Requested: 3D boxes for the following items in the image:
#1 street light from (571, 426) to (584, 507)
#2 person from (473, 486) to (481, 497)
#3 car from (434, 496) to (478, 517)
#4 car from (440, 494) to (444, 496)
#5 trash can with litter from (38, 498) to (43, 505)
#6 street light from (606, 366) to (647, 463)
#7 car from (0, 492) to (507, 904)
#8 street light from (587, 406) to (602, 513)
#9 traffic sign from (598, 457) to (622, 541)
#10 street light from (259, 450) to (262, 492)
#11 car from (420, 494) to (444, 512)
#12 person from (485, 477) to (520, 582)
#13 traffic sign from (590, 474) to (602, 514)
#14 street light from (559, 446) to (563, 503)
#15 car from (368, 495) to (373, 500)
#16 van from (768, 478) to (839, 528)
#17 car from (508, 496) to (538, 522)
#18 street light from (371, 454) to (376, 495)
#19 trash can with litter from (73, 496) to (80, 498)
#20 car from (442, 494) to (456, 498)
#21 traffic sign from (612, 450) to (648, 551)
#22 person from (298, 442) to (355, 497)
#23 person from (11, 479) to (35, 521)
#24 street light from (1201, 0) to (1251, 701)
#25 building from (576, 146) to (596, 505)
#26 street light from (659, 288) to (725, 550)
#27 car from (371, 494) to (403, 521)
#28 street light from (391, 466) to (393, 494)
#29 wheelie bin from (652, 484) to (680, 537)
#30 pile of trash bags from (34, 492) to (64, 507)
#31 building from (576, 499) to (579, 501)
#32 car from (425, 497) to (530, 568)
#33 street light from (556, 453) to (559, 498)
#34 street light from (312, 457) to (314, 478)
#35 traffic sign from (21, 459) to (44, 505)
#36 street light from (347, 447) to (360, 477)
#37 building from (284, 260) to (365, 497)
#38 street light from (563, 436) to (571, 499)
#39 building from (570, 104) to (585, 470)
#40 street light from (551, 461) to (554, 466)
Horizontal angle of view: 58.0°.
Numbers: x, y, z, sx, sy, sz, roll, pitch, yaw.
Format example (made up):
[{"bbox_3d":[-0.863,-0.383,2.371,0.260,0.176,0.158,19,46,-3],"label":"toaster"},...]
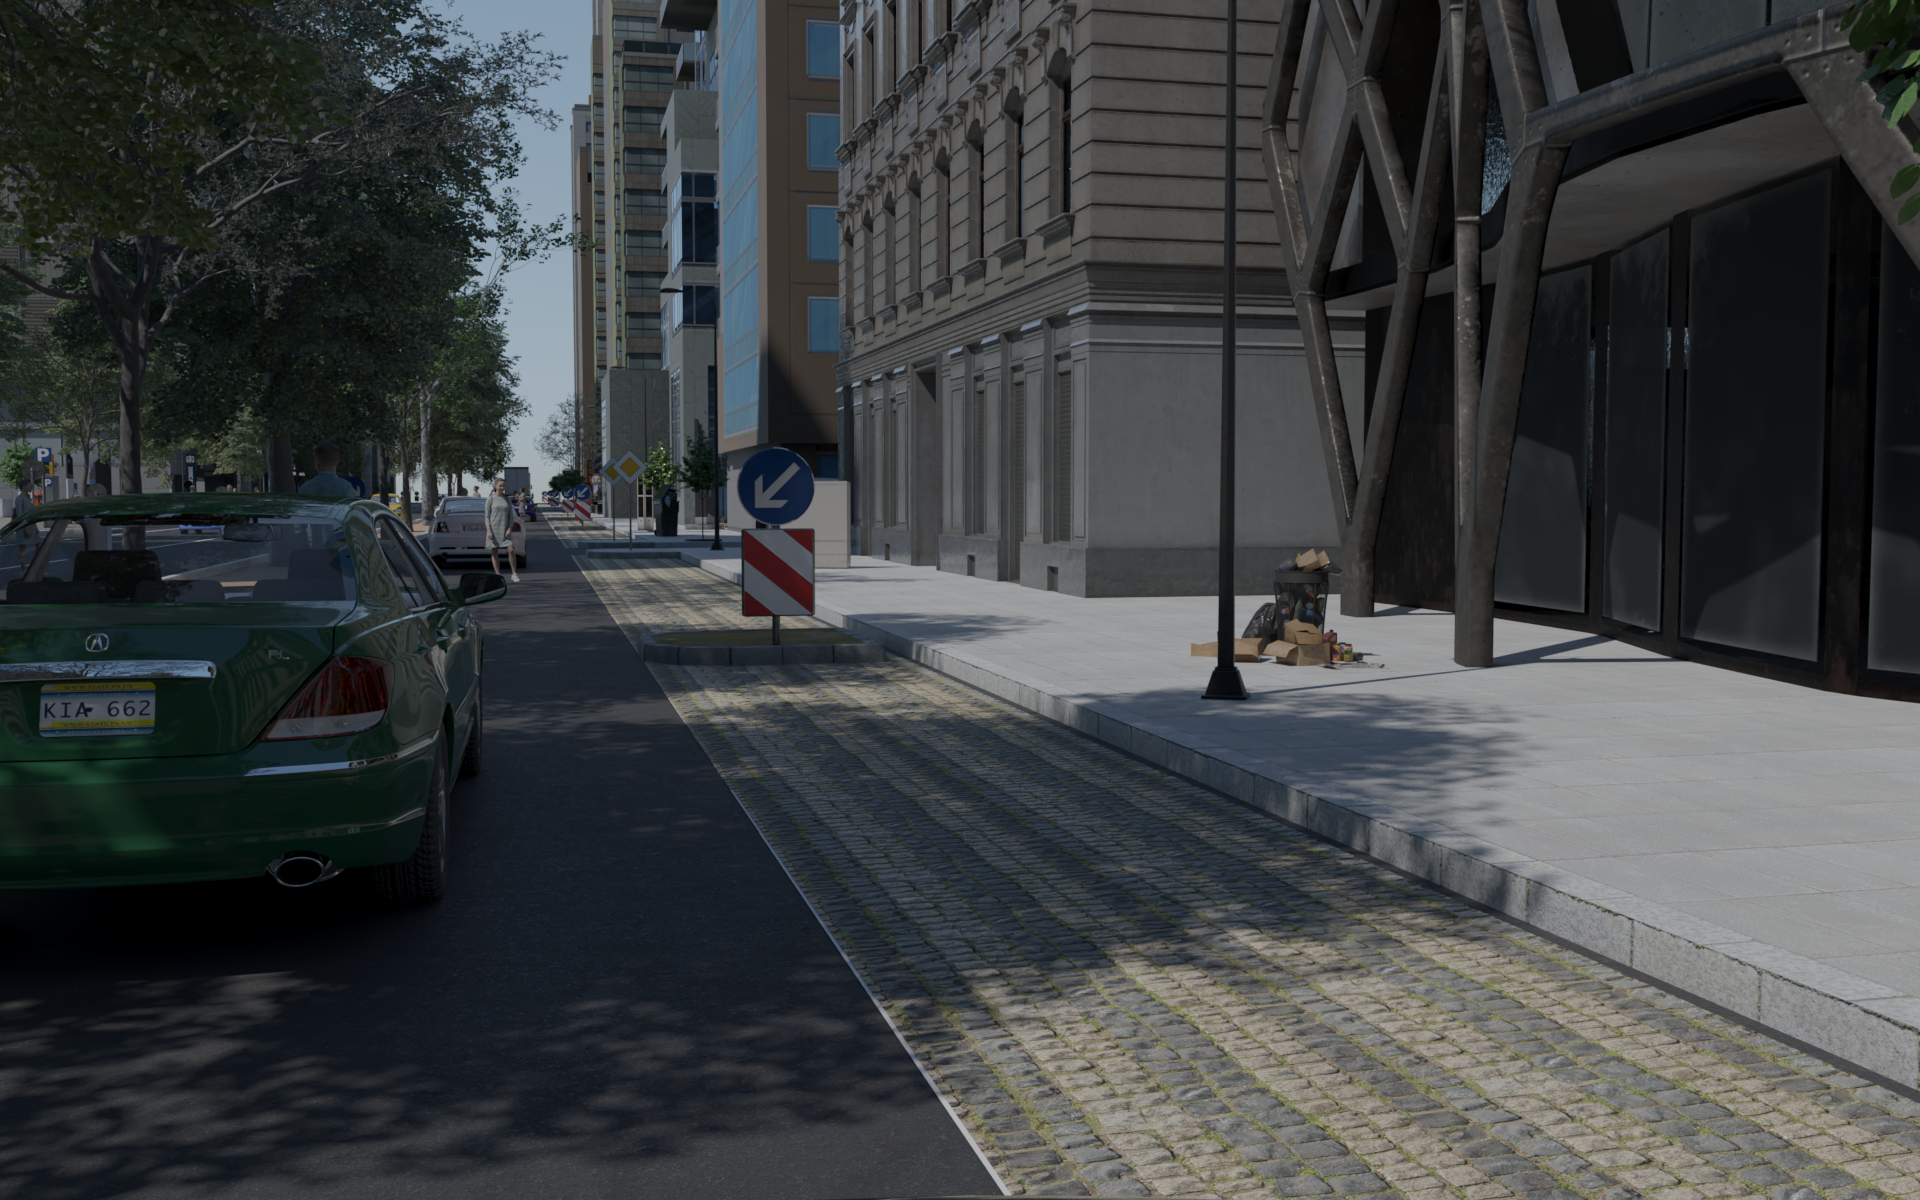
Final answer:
[{"bbox_3d":[-25.824,-8.971,119.212,1.470,5.913,1.316,-1,4,-14],"label":"street light"},{"bbox_3d":[-20.128,-3.852,71.822,0.599,1.781,0.374,2,4,32],"label":"person"},{"bbox_3d":[-16.951,-2.870,59.289,2.083,1.381,4.827,-1,4,-12],"label":"car"},{"bbox_3d":[-71.971,-14.055,239.387,1.945,1.707,3.694,-1,4,-15],"label":"car"},{"bbox_3d":[-46.277,-4.633,87.138,1.055,1.170,0.624,1,4,14],"label":"trash can with litter"},{"bbox_3d":[-11.948,-5.522,62.834,1.470,5.913,1.316,-1,4,-14],"label":"street light"},{"bbox_3d":[-3.016,0.276,7.278,2.131,1.459,4.920,-1,4,-13],"label":"car"},{"bbox_3d":[-18.833,-7.248,91.044,1.470,5.913,1.316,-1,4,-14],"label":"street light"},{"bbox_3d":[-9.413,-2.656,47.063,0.795,2.450,0.064,-1,4,-14],"label":"traffic sign"},{"bbox_3d":[-46.527,-8.810,116.591,1.470,5.913,1.316,-1,4,-14],"label":"street light"},{"bbox_3d":[-42.918,-8.035,140.957,1.945,1.707,3.694,-1,4,-13],"label":"car"},{"bbox_3d":[-7.497,-1.147,28.258,0.512,1.701,0.522,-2,4,-32],"label":"person"},{"bbox_3d":[-22.983,-6.687,109.440,0.768,2.556,0.104,-1,4,-9],"label":"traffic sign"},{"bbox_3d":[-37.471,-11.842,166.153,1.470,5.913,1.316,-1,4,-14],"label":"street light"},{"bbox_3d":[-45.897,-7.575,136.437,1.945,1.354,3.894,-1,4,-14],"label":"car"},{"bbox_3d":[-2.772,-2.246,43.739,4.112,2.044,2.013,-1,4,-15],"label":"van"},{"bbox_3d":[-22.883,-4.724,89.814,1.945,1.354,3.894,-1,4,-16],"label":"car"},{"bbox_3d":[-66.724,-13.803,198.227,1.470,5.913,1.316,-1,4,-14],"label":"street light"},{"bbox_3d":[-37.839,-3.865,74.250,2.233,1.210,1.678,3,5,44],"label":"trash can with litter"},{"bbox_3d":[-46.741,-8.976,158.755,2.014,1.417,4.499,-1,4,-14],"label":"car"},{"bbox_3d":[-7.487,-2.182,39.312,0.795,2.450,0.064,-1,4,-14],"label":"traffic sign"},{"bbox_3d":[-5.032,-0.325,13.674,0.638,1.841,0.748,2,4,33],"label":"person"},{"bbox_3d":[-16.251,-1.263,30.160,0.522,1.701,0.512,0,4,-4],"label":"person"},{"bbox_3d":[1.149,-2.329,10.620,1.470,5.913,1.316,-1,4,-14],"label":"street light"},{"bbox_3d":[-41.046,-34.813,219.306,14.600,45.320,14.200,-1,4,-14],"label":"building"},{"bbox_3d":[-6.073,-4.080,39.253,1.470,5.913,1.316,-1,4,-14],"label":"street light"},{"bbox_3d":[-27.370,-4.426,82.588,2.015,1.641,3.980,-1,4,-16],"label":"car"},{"bbox_3d":[-73.596,-15.508,226.094,1.470,5.913,1.316,-1,4,-14],"label":"street light"},{"bbox_3d":[-9.170,-2.819,53.994,0.693,1.594,0.980,0,4,-5],"label":"wheelie bin"},{"bbox_3d":[-50.541,-5.321,96.744,3.447,1.369,1.912,2,4,23],"label":"pile of trash bags"},{"bbox_3d":[-36.913,-33.534,240.163,32.217,40.220,23.993,-1,4,-14],"label":"building"},{"bbox_3d":[-9.718,-1.379,34.917,2.083,1.381,4.827,-1,4,-15],"label":"car"},{"bbox_3d":[-44.476,-13.564,194.308,1.470,5.913,1.316,-1,4,-14],"label":"street light"},{"bbox_3d":[-53.385,-10.515,144.460,1.470,5.913,1.316,-1,4,-14],"label":"street light"},{"bbox_3d":[-33.510,-3.823,62.613,0.768,2.556,0.104,-1,4,-13],"label":"traffic sign"},{"bbox_3d":[-60.377,-12.221,172.358,1.470,5.913,1.316,-1,4,-14],"label":"street light"},{"bbox_3d":[-77.957,-26.366,202.781,14.160,30.474,14.107,-1,4,-14],"label":"building"},{"bbox_3d":[-30.665,-10.136,138.271,1.470,5.913,1.316,-1,4,-14],"label":"street light"},{"bbox_3d":[-48.189,-44.151,263.875,21.231,58.520,28.212,-1,4,-14],"label":"building"},{"bbox_3d":[-50.392,-15.013,218.001,1.470,5.913,1.316,-1,4,-14],"label":"street light"}]
